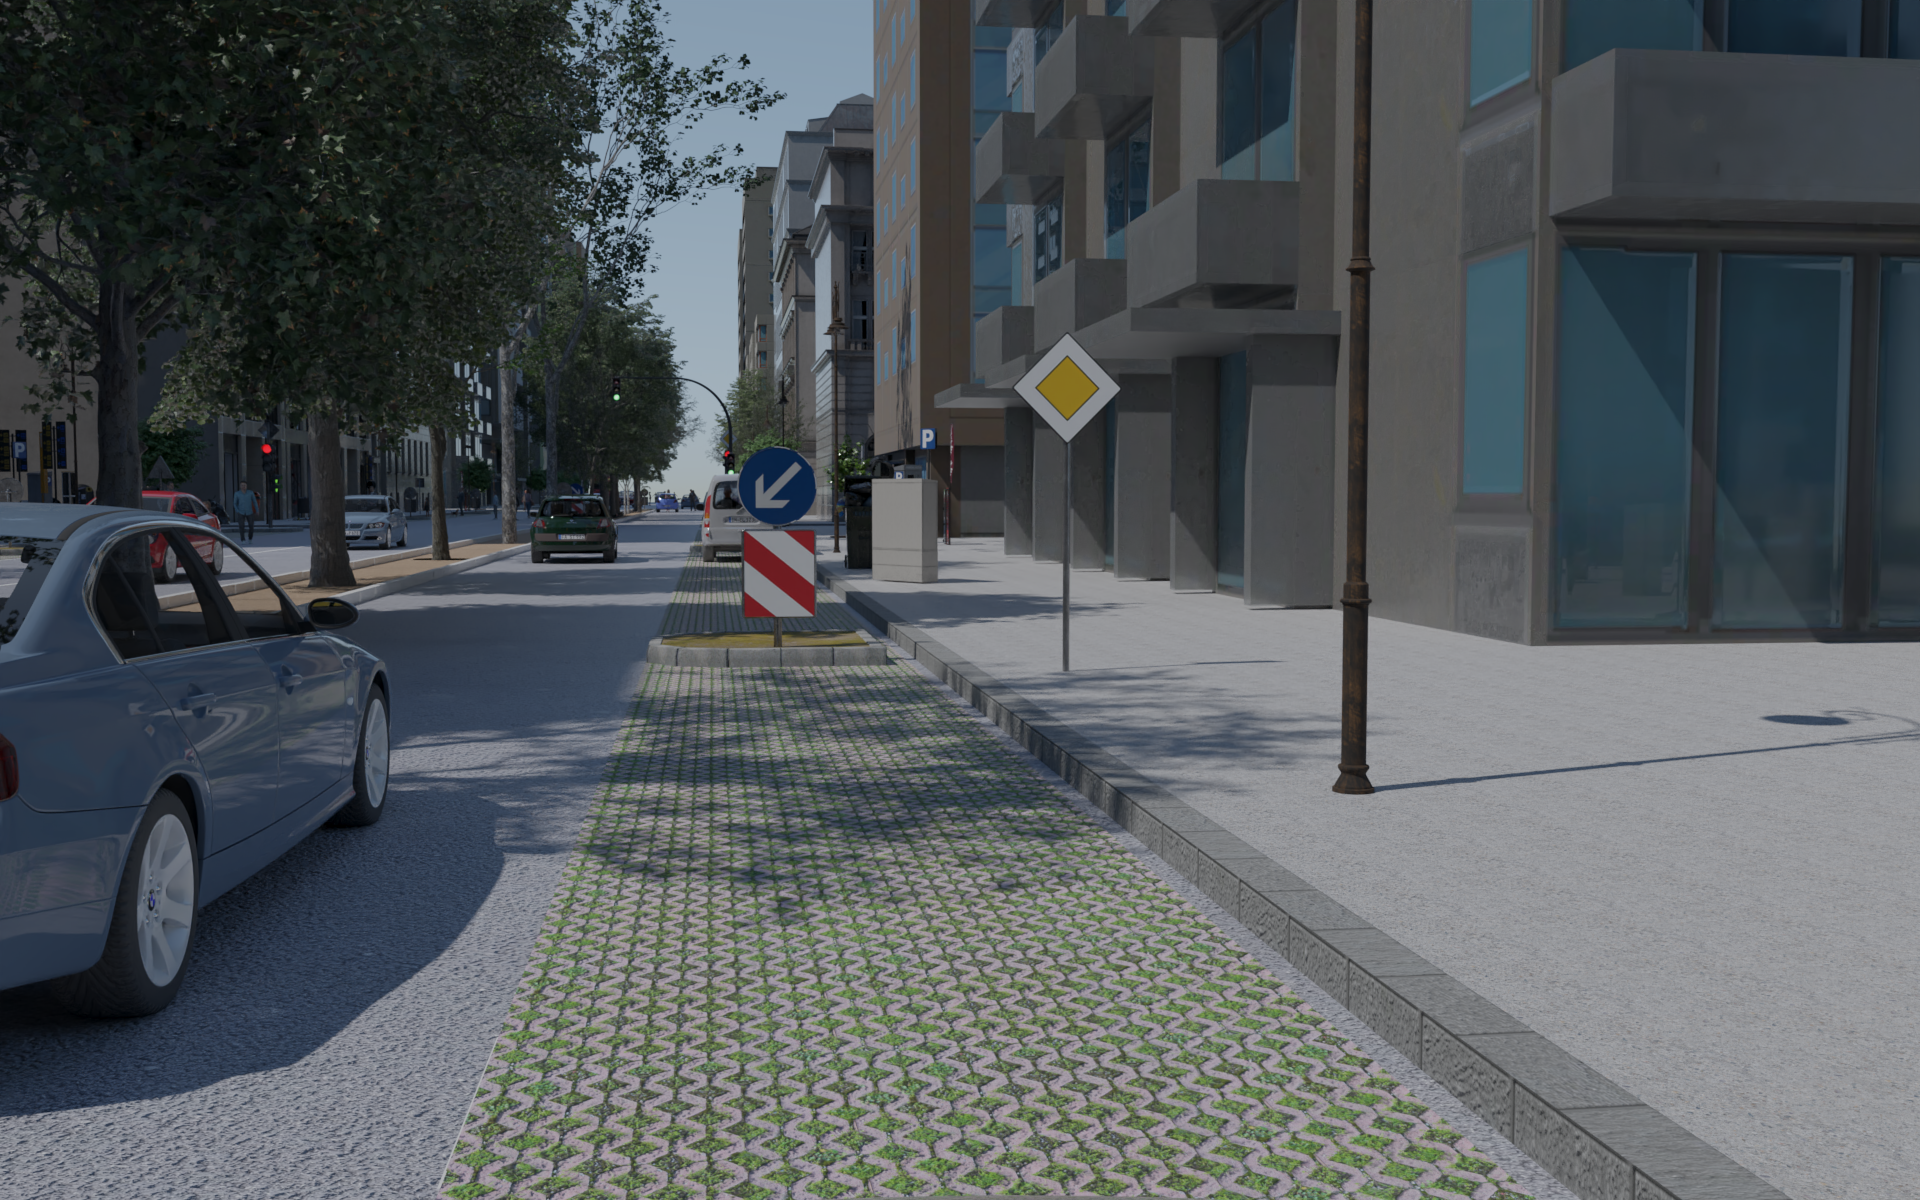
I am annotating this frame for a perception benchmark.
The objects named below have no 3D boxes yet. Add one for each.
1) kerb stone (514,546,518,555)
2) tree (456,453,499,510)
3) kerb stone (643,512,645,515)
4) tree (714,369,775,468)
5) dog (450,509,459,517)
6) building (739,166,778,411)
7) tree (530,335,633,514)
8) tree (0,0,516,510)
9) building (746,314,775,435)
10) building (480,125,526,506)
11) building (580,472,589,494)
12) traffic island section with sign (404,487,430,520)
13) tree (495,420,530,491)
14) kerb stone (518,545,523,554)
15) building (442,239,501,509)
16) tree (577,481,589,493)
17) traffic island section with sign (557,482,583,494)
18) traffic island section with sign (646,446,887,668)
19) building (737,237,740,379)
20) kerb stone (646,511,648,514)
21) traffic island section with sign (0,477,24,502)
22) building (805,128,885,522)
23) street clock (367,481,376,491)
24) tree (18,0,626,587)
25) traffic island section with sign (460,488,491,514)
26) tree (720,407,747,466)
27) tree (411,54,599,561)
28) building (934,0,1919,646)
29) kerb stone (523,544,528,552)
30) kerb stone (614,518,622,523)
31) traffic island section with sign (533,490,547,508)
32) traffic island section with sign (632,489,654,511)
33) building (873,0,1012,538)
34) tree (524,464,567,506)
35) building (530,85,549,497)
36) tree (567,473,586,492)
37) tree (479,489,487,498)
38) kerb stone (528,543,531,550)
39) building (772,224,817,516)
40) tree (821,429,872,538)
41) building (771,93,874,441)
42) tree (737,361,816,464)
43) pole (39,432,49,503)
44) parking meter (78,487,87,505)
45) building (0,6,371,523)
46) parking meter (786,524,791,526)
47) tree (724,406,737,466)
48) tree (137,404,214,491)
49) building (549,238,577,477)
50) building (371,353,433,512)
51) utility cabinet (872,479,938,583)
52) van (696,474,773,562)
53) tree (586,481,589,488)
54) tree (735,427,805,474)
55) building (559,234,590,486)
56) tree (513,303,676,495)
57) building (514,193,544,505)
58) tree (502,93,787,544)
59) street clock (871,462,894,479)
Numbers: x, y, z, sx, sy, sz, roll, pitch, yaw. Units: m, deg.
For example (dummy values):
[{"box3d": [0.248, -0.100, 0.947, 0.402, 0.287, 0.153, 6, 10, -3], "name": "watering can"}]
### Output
[{"box3d": [-10.563, -1.128, 40.725, 0.120, 0.150, 1.000, -1, 4, -8], "name": "kerb stone"}, {"box3d": [-38.681, -9.491, 138.895, 4.285, 4.588, 4.351, 0, 3, 0], "name": "tree"}, {"box3d": [-21.234, -5.694, 115.305, 0.120, 0.150, 1.000, -1, 4, -8], "name": "kerb stone"}, {"box3d": [-18.875, -14.606, 156.942, 7.486, 12.596, 7.792, 0, 3, 0], "name": "tree"}, {"box3d": [-31.096, -5.336, 106.530, 0.540, 0.507, 0.406, -1, 4, -19], "name": "dog"}, {"box3d": [-20.759, -38.480, 252.854, 21.300, 48.544, 21.600, -1, 4, -8], "name": "building"}, {"box3d": [-16.994, -7.654, 77.962, 4.360, 8.622, 3.978, 0, 3, 0], "name": "tree"}, {"box3d": [-8.107, -5.927, 16.378, 9.611, 12.733, 9.660, 0, 3, 0], "name": "tree"}, {"box3d": [-11.875, -22.411, 211.463, 27.650, 21.520, 28.899, -1, 4, -8], "name": "building"}, {"box3d": [-62.738, -36.666, 188.727, 28.713, 52.752, 27.495, -1, 4, -8], "name": "building"}, {"box3d": [-68.332, -31.232, 282.347, 14.160, 30.474, 14.107, -1, 4, -8], "name": "building"}, {"box3d": [-30.450, -5.338, 95.902, 1.989, 1.847, 2.006, -1, 4, -8], "name": "traffic island section with sign"}, {"box3d": [-42.111, -13.110, 164.712, 4.360, 8.622, 3.978, 0, 3, 0], "name": "tree"}, {"box3d": [-10.702, -1.195, 41.738, 0.120, 0.150, 1.000, -1, 4, -8], "name": "kerb stone"}, {"box3d": [-55.939, -33.035, 159.733, 23.786, 49.044, 30.456, -1, 4, -8], "name": "building"}, {"box3d": [-57.890, -16.658, 266.960, 1.663, 3.219, 1.824, 0, 3, 0], "name": "tree"}, {"box3d": [-16.478, -4.061, 74.538, 2.006, 1.907, 1.989, -1, 4, -8], "name": "traffic island section with sign"}, {"box3d": [-1.728, -0.400, 15.160, 1.989, 1.847, 2.006, -1, 4, -8], "name": "traffic island section with sign"}, {"box3d": [-27.353, -41.297, 298.911, 21.300, 48.544, 21.600, -1, 4, -8], "name": "building"}, {"box3d": [-21.970, -6.005, 120.380, 0.120, 0.150, 1.000, -1, 4, -8], "name": "kerb stone"}, {"box3d": [-22.538, -1.964, 40.733, 1.989, 1.847, 2.006, -1, 4, -8], "name": "traffic island section with sign"}, {"box3d": [4.741, -14.931, 85.914, 24.055, 21.916, 13.314, -1, 4, -8], "name": "building"}, {"box3d": [-32.297, -5.534, 95.056, 0.471, 2.002, 0.358, 2, 4, 28], "name": "street clock"}, {"box3d": [-9.695, -7.167, 26.285, 9.857, 13.997, 8.962, 0, 3, 0], "name": "tree"}, {"box3d": [-34.276, -6.970, 122.585, 1.989, 1.847, 2.006, -1, 4, -8], "name": "traffic island section with sign"}, {"box3d": [-29.848, -19.875, 235.326, 12.009, 13.543, 11.850, 0, 3, 0], "name": "tree"}, {"box3d": [-11.309, -6.658, 37.078, 9.928, 11.665, 9.643, 0, 3, 0], "name": "tree"}, {"box3d": [12.421, -24.929, 27.196, 23.786, 49.044, 30.456, -1, 4, -8], "name": "building"}, {"box3d": [-10.845, -1.257, 42.753, 0.120, 0.150, 1.000, -1, 4, -8], "name": "kerb stone"}, {"box3d": [-17.173, -3.951, 86.887, 0.120, 0.150, 1.000, -1, 4, -8], "name": "kerb stone"}, {"box3d": [-41.362, -9.999, 172.105, 1.989, 1.847, 2.006, -1, 4, -8], "name": "traffic island section with sign"}, {"box3d": [-27.145, -8.611, 148.918, 2.006, 1.907, 1.989, -1, 4, -8], "name": "traffic island section with sign"}, {"box3d": [4.676, -24.875, 56.818, 14.600, 45.320, 14.200, -1, 4, -8], "name": "building"}, {"box3d": [-46.461, -12.709, 191.507, 4.285, 4.588, 4.351, 0, 3, 0], "name": "tree"}, {"box3d": [-68.468, -56.931, 243.485, 22.319, 86.520, 31.000, -1, 4, -8], "name": "building"}, {"box3d": [-51.276, -14.643, 223.121, 4.285, 4.588, 4.351, 0, 3, 0], "name": "tree"}, {"box3d": [-39.953, -9.158, 144.331, 1.663, 3.219, 1.824, 0, 3, 0], "name": "tree"}, {"box3d": [-10.991, -1.316, 43.765, 0.120, 0.150, 1.000, -1, 4, -8], "name": "kerb stone"}, {"box3d": [-6.515, -15.147, 112.274, 10.561, 19.102, 19.286, -1, 4, -8], "name": "building"}, {"box3d": [-3.405, -3.435, 50.756, 1.663, 3.219, 1.824, 0, 3, 0], "name": "tree"}, {"box3d": [-8.712, -21.953, 136.417, 11.434, 29.767, 29.804, -1, 4, -8], "name": "building"}, {"box3d": [-9.983, -8.862, 95.250, 4.360, 8.622, 3.978, 0, 3, 0], "name": "tree"}, {"box3d": [-29.959, -3.842, 56.660, 0.158, 3.312, 0.155, 0, 3, 0], "name": "pole"}, {"box3d": [-30.621, -3.175, 60.317, 0.372, 1.533, 0.369, 0, 3, 0], "name": "parking meter"}, {"box3d": [-43.951, -17.441, 89.682, 19.350, 26.468, 34.151, -1, 4, -8], "name": "building"}, {"box3d": [-6.905, -3.867, 68.941, 0.255, 1.863, 0.399, 0, 4, 6], "name": "parking meter"}, {"box3d": [-16.584, -11.356, 136.029, 4.360, 8.622, 3.978, 0, 3, 0], "name": "tree"}, {"box3d": [-28.878, -4.834, 62.755, 4.285, 4.588, 4.351, 0, 3, 0], "name": "tree"}, {"box3d": [-66.820, -35.743, 267.987, 14.154, 41.232, 14.086, -1, 4, -8], "name": "building"}, {"box3d": [-46.551, -17.646, 121.789, 16.112, 22.955, 30.059, -1, 4, -8], "name": "building"}, {"box3d": [-0.798, -1.012, 25.220, 0.318, 1.500, 1.173, -3, 5, -40], "name": "utility cabinet"}, {"box3d": [-4.749, -1.875, 37.675, 2.013, 2.044, 4.112, 0, 4, -7], "name": "van"}, {"box3d": [-56.468, -16.648, 255.908, 4.285, 4.588, 4.351, 0, 3, 0], "name": "tree"}, {"box3d": [-9.190, -6.166, 84.526, 4.285, 4.588, 4.351, 0, 3, 0], "name": "tree"}, {"box3d": [-70.915, -39.492, 295.796, 14.600, 45.320, 14.200, -1, 4, -8], "name": "building"}, {"box3d": [-17.988, -8.992, 83.891, 8.767, 10.594, 7.601, -1, 4, -8], "name": "tree"}, {"box3d": [-58.625, -32.235, 210.629, 14.154, 41.232, 14.086, -1, 4, -8], "name": "building"}, {"box3d": [-11.554, -11.615, 48.246, 12.611, 20.169, 13.585, 0, 3, 0], "name": "tree"}, {"box3d": [-1.735, -2.109, 39.050, 0.471, 2.002, 0.358, 1, 4, 23], "name": "street clock"}]
